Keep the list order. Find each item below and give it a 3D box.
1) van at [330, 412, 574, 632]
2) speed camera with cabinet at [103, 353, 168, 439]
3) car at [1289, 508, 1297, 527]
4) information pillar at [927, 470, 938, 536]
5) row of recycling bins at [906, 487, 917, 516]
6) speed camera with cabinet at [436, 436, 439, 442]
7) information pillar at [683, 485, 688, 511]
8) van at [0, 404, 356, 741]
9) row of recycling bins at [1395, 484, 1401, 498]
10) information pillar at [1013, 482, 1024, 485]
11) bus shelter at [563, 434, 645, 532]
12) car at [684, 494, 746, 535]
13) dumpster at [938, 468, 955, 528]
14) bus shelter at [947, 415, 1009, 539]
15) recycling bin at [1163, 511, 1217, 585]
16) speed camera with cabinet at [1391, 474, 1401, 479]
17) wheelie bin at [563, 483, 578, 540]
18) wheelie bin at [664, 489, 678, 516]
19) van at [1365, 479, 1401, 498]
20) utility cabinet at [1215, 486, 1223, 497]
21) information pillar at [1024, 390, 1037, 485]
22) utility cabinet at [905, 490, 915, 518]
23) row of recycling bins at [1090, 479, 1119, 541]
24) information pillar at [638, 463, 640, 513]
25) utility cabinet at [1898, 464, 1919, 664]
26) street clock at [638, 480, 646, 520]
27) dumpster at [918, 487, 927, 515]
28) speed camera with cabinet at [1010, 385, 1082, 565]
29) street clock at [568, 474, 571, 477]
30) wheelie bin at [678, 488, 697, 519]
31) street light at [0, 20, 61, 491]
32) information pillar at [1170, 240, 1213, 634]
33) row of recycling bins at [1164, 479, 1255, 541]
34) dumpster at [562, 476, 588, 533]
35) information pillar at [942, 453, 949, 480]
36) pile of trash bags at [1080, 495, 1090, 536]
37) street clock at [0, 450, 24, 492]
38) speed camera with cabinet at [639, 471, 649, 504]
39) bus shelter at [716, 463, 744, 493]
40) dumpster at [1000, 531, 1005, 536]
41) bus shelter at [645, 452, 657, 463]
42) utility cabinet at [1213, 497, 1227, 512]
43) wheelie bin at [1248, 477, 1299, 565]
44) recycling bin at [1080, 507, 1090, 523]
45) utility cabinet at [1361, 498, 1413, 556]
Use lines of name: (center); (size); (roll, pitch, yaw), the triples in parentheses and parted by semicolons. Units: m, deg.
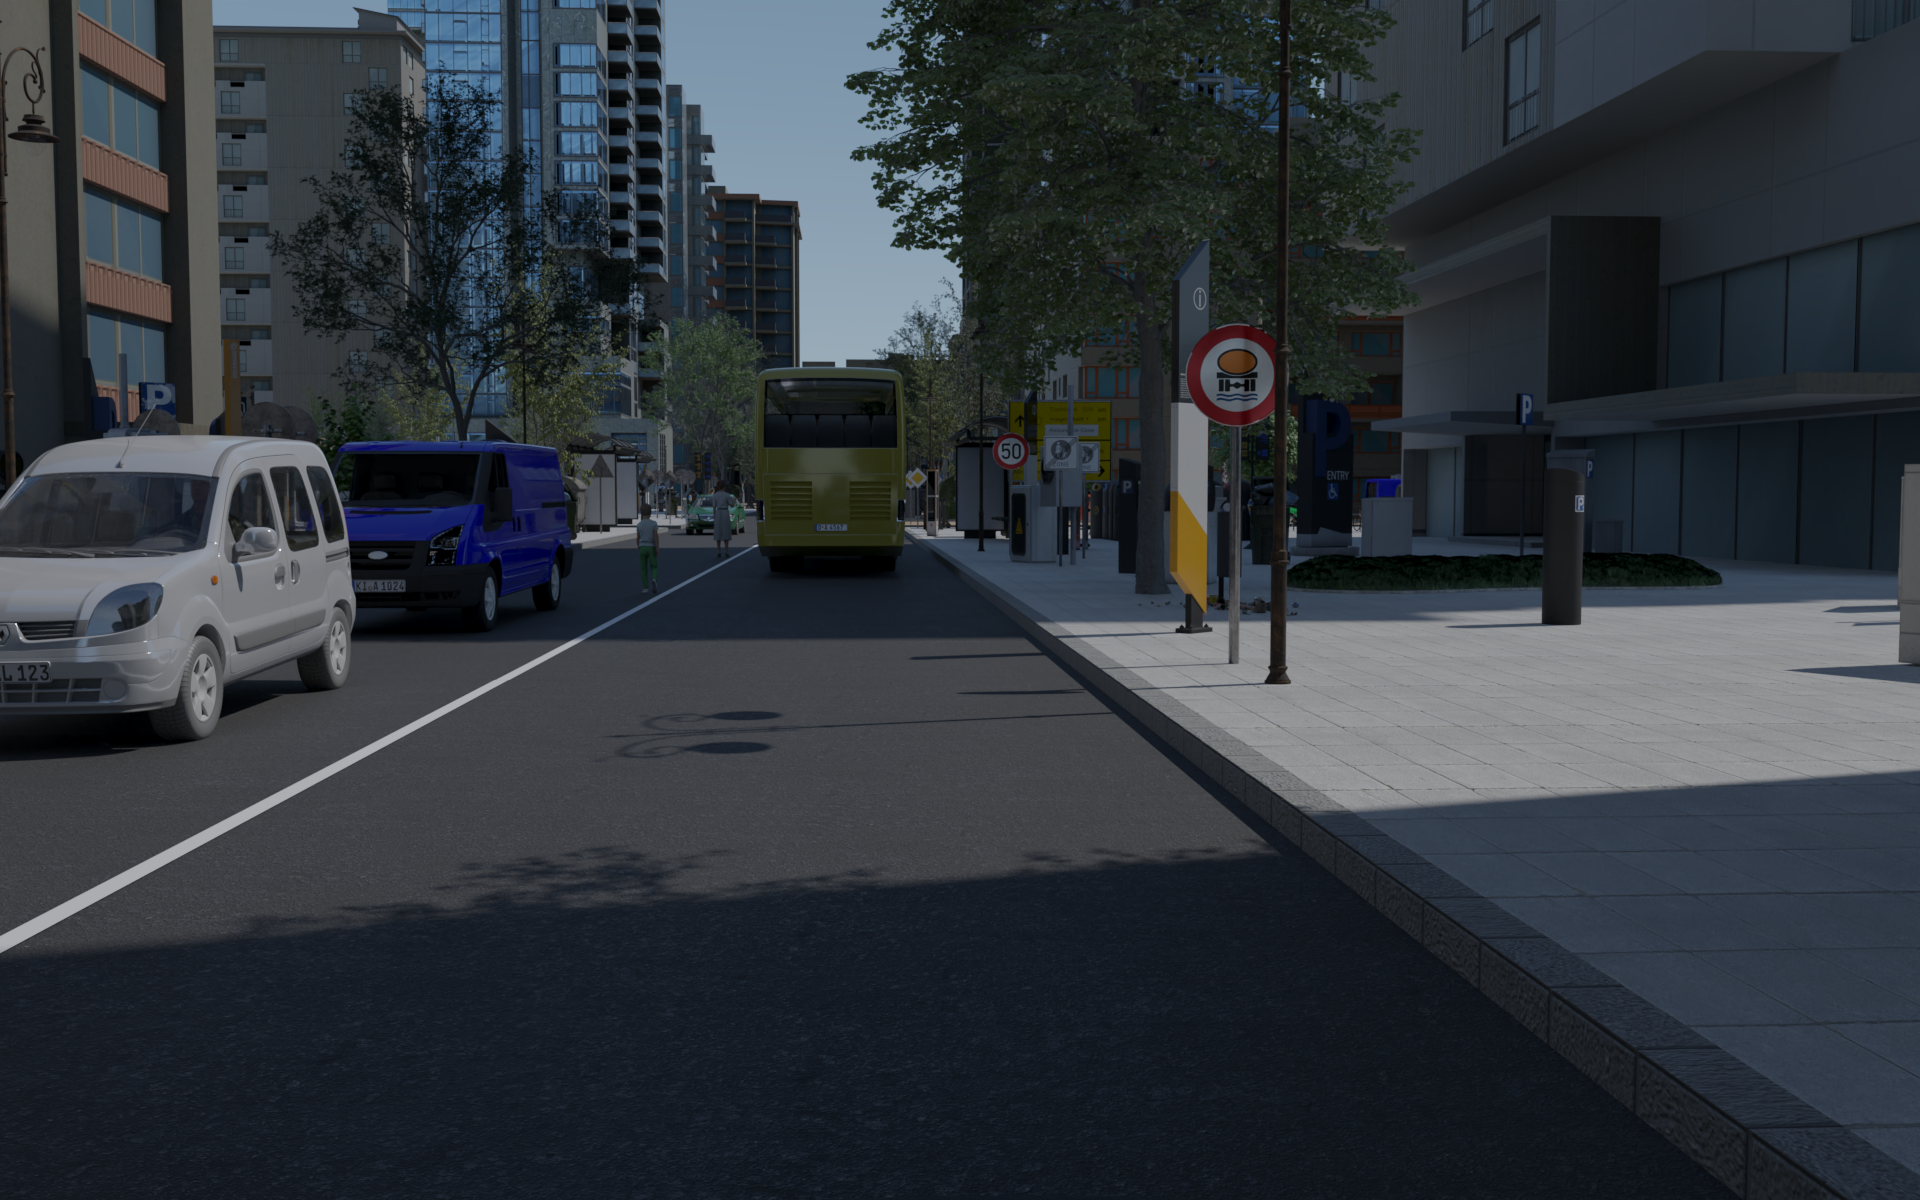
van: (-5.873, -0.941, 19.770); (2.240, 2.365, 5.245); (0, 4, -2)
speed camera with cabinet: (-11.085, -1.837, 24.374); (2.038, 3.252, 0.660); (2, 4, 24)
car: (11.439, -3.671, 68.809); (4.718, 1.807, 1.959); (0, 4, -5)
information pillar: (-0.837, -2.942, 52.587); (0.304, 2.012, 0.304); (1, 4, 11)
row of recycling bins: (-3.136, -5.910, 103.734); (1.069, 1.692, 3.534); (0, 4, -5)
speed camera with cabinet: (-17.782, -3.939, 58.745); (0.660, 3.252, 2.038); (0, 4, 5)
information pillar: (-21.139, -7.870, 133.171); (0.304, 2.012, 0.304); (-2, 4, -31)
van: (-5.296, -0.264, 11.326); (2.013, 2.044, 4.112); (0, 4, -3)
row of recycling bins: (16.717, -3.412, 62.901); (1.069, 1.692, 3.534); (3, 4, 36)
information pillar: (1.528, -2.440, 44.380); (0.304, 2.012, 0.304); (2, 4, 35)
bus shelter: (-12.529, -4.100, 60.952); (2.014, 3.302, 5.546); (0, 4, -4)
car: (-8.744, -3.083, 62.202); (2.131, 1.459, 4.920); (0, 4, -2)
dumpster: (-0.079, -3.839, 65.259); (1.502, 2.255, 1.985); (0, 4, -4)
bus shelter: (0.800, -3.269, 47.378); (2.014, 3.302, 5.546); (0, 4, -3)
recycling bin: (3.282, -0.755, 24.901); (0.722, 1.027, 0.722); (1, 4, 18)
speed camera with cabinet: (31.124, -7.762, 121.245); (2.038, 3.252, 0.660); (0, 4, 6)
wheelie bin: (-11.051, -2.470, 48.299); (0.693, 1.594, 0.980); (-2, 4, -27)
wheelie bin: (-17.237, -5.859, 103.703); (0.693, 1.594, 0.980); (3, 4, 38)
van: (19.370, -4.089, 71.246); (5.245, 2.365, 2.240); (0, 4, -4)
utility cabinet: (6.339, -2.250, 45.471); (1.173, 1.500, 0.318); (-2, 4, -25)
information pillar: (1.508, -2.784, 36.870); (0.183, 3.616, 0.504); (2, 4, 29)
utility cabinet: (-2.947, -5.147, 92.837); (1.173, 1.500, 0.318); (-3, 5, -42)
row of recycling bins: (4.462, -2.539, 48.629); (1.069, 1.692, 3.534); (-1, 4, -9)
information pillar: (-22.142, -7.817, 119.161); (0.183, 3.616, 0.504); (-1, 4, -13)
utility cabinet: (7.455, -0.234, 12.507); (0.318, 1.500, 1.173); (-2, 4, -29)
street clock: (-14.837, -4.672, 80.961); (0.471, 2.002, 0.358); (-1, 4, -14)
dumpster: (-1.955, -6.121, 105.832); (1.264, 1.857, 1.865); (0, 4, -3)
speed camera with cabinet: (1.573, -2.306, 32.045); (0.660, 3.252, 2.038); (-1, 4, -22)
street clock: (-14.080, -3.570, 62.936); (0.358, 2.002, 0.471); (0, 4, 0)
wheelie bin: (-14.085, -5.049, 90.462); (0.693, 1.594, 0.980); (-2, 4, -28)
street light: (-9.145, -2.680, 16.598); (0.468, 5.910, 1.993); (0, 4, -3)
information pillar: (2.115, -1.501, 15.895); (0.183, 3.616, 0.504); (3, 5, 42)
row of recycling bins: (7.274, -2.499, 47.967); (3.534, 1.692, 1.069); (2, 4, 32)
dumpster: (-13.009, -3.133, 56.985); (1.264, 1.857, 1.865); (0, 4, -4)
information pillar: (-0.828, -6.565, 98.691); (0.183, 3.616, 0.504); (-3, 5, -39)
pile of trash bags: (4.843, -2.751, 54.729); (3.447, 1.369, 1.912); (-3, 5, -42)
street clock: (-15.655, -1.463, 28.491); (0.358, 2.002, 0.471); (1, 4, 19)
speed camera with cabinet: (-26.882, -9.277, 146.012); (0.660, 3.252, 2.038); (1, 4, 13)
bus shelter: (-17.703, -8.711, 133.709); (1.731, 3.624, 6.357); (0, 4, -3)
dumpster: (0.880, -2.818, 51.826); (1.264, 1.857, 1.865); (0, 4, -3)
bus shelter: (-14.533, -4.996, 75.613); (2.014, 3.302, 5.546); (0, 4, -3)
utility cabinet: (4.731, -1.406, 34.148); (1.020, 1.237, 0.306); (-1, 4, -20)
wheelie bin: (5.673, -1.445, 31.526); (0.980, 1.594, 0.693); (2, 4, 25)
recycling bin: (5.515, -3.995, 77.878); (0.722, 1.027, 0.722); (-1, 4, -21)
utility cabinet: (7.802, -1.254, 31.672); (1.020, 1.237, 0.306); (-2, 4, -30)
